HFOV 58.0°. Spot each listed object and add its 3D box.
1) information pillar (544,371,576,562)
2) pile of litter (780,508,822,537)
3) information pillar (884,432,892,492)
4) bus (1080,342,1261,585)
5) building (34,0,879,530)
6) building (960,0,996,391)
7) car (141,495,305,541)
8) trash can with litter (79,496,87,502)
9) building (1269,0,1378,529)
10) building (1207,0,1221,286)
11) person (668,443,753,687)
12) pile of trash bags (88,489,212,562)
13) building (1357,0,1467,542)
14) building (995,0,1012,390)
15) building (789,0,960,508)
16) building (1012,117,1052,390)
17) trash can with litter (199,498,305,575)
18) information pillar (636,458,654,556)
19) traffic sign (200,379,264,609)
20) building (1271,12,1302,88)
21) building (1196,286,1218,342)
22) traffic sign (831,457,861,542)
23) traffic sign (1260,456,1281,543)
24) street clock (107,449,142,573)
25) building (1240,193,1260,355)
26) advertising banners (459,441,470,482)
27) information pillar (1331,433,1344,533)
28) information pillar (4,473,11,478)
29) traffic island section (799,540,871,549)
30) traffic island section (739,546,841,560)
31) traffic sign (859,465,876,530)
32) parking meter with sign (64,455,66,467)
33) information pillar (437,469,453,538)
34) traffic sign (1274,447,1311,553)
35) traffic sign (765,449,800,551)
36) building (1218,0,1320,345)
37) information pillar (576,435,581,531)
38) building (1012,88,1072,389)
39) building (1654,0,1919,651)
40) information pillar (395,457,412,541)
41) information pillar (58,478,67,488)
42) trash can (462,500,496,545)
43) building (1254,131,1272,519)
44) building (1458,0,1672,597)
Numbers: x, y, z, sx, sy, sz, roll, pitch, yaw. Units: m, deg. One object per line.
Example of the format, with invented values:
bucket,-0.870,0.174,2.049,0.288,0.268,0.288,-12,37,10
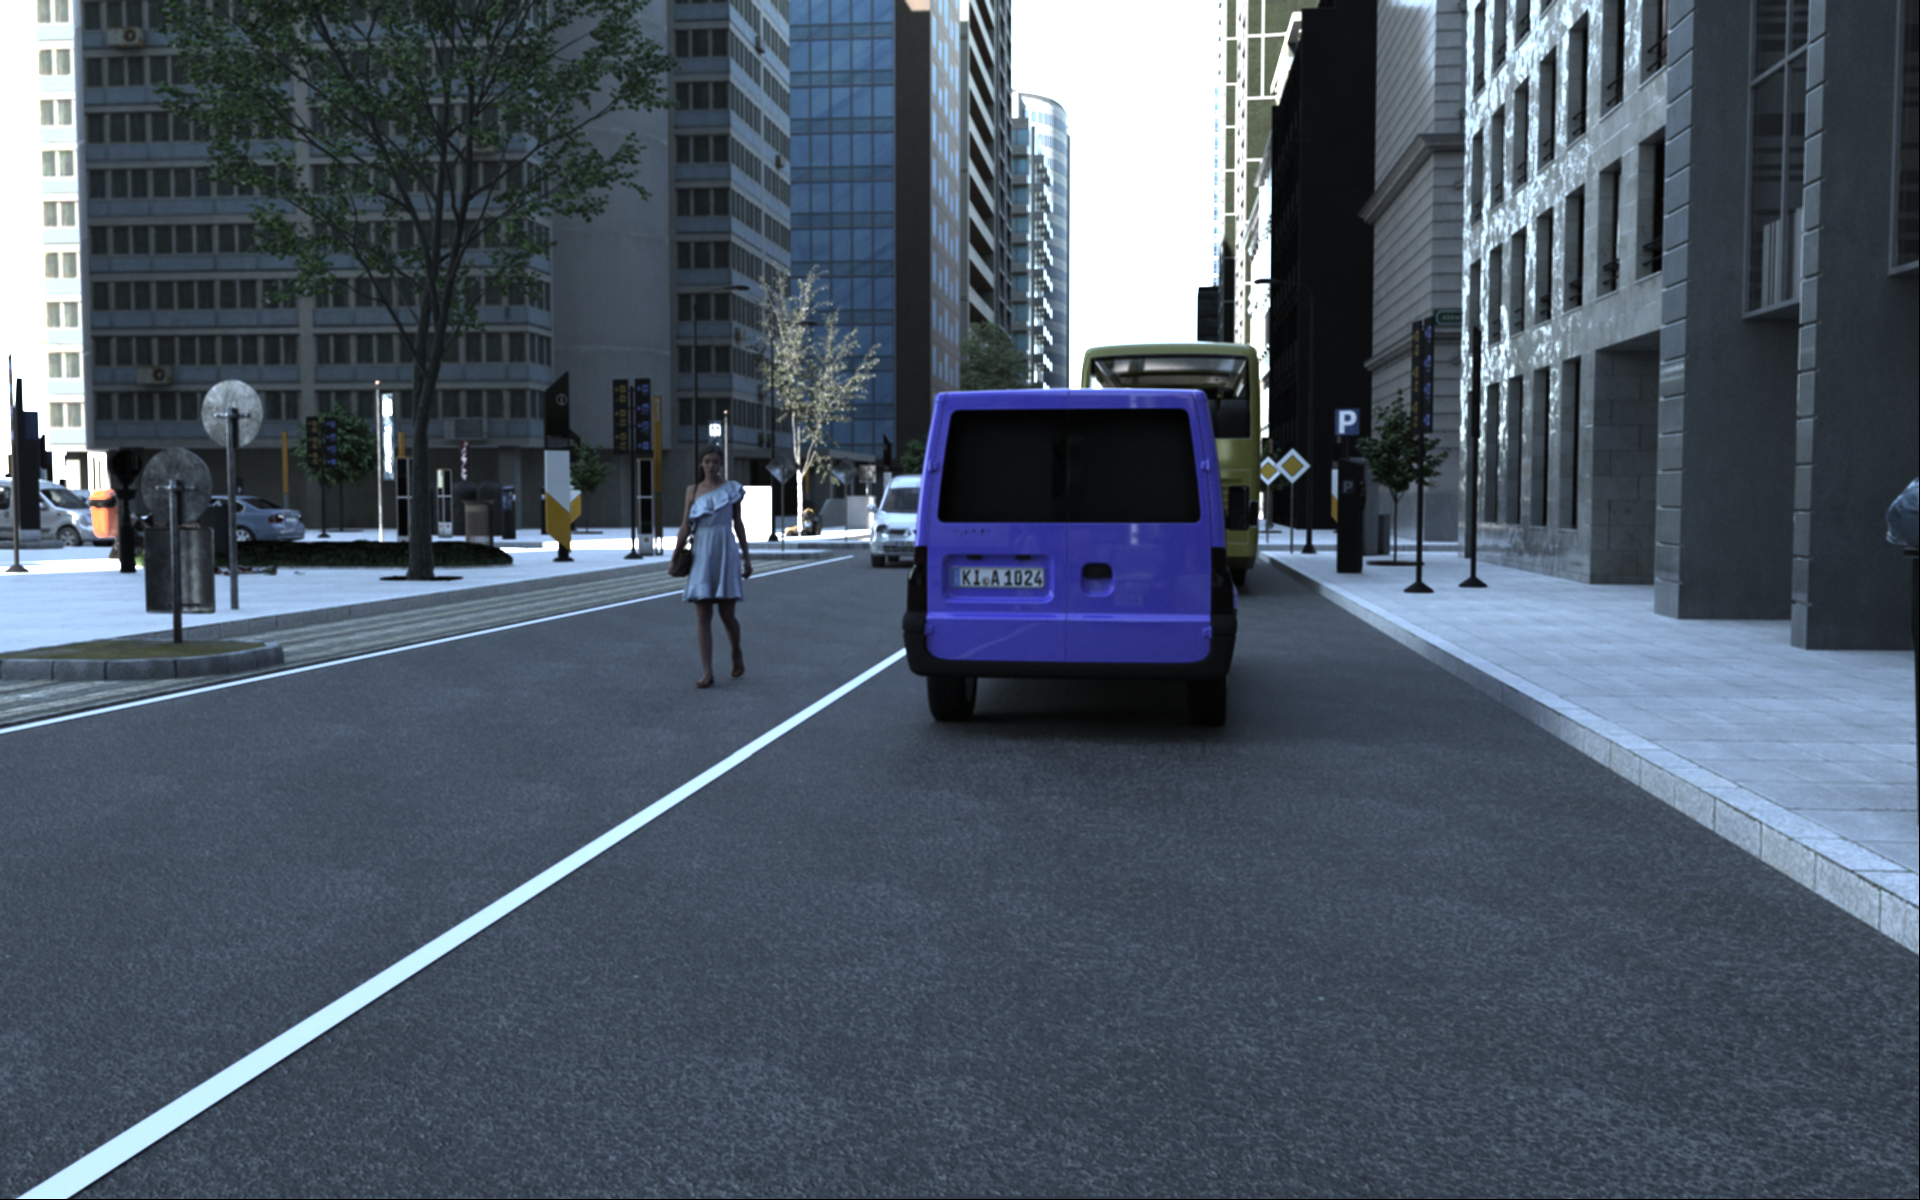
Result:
information pillar,-7.618,-2.536,32.825,0.504,3.616,0.183,-2,4,-35
pile of litter,-4.913,-2.396,53.139,1.176,0.858,1.719,3,5,40
information pillar,-2.740,-4.527,65.367,0.183,3.616,0.504,-2,4,-31
bus,3.698,-2.359,30.122,2.896,3.916,12.252,0,4,7
building,-20.406,-23.286,72.611,32.217,40.220,23.993,0,4,6
building,-8.843,-31.149,132.980,21.300,48.544,21.600,0,4,6
car,-18.968,-1.950,43.892,4.499,1.417,2.014,0,4,7
trash can with litter,-26.972,-2.583,53.297,2.233,1.210,1.678,3,4,38
building,19.184,-14.656,69.301,12.332,23.373,15.834,0,4,6
building,46.276,-57.936,259.921,22.319,86.520,31.000,0,4,6
person,-1.883,-0.276,13.104,0.616,1.811,0.778,1,4,10
pile of trash bags,-15.947,-1.497,34.223,1.912,1.369,3.447,1,4,9
building,24.251,-16.108,50.755,23.554,28.519,14.401,0,4,6
building,-3.129,-44.984,173.732,20.563,71.187,20.611,0,4,6
building,-7.639,-27.459,99.073,14.600,45.320,14.200,0,4,6
building,0.248,-36.902,222.950,23.786,49.044,30.456,0,4,6
trash can with litter,-11.638,-1.018,27.706,2.233,1.210,1.678,1,4,12
information pillar,-6.525,-1.921,35.907,0.304,2.012,0.304,-1,4,-17
traffic sign,-8.088,-1.170,19.235,0.768,2.556,0.104,1,4,10
building,37.331,-27.082,134.674,32.217,40.220,23.993,0,4,6
building,39.673,-28.625,239.716,14.160,30.474,14.107,0,4,6
traffic sign,-3.068,-2.627,46.588,0.795,2.450,0.064,0,4,6
traffic sign,8.055,-2.550,45.329,0.795,2.450,0.064,0,4,6
street clock,-13.587,-1.447,28.228,0.471,2.002,0.358,-3,5,-42
building,23.656,-16.576,107.173,11.583,22.565,21.152,0,4,6
advertising banners,-16.863,-3.736,57.272,2.074,3.025,0.090,3,4,36
information pillar,12.493,-4.031,57.268,0.183,3.616,0.504,-2,4,-31
information pillar,-33.624,-3.481,61.414,0.304,2.012,0.304,1,4,10
traffic island section,-3.093,-1.491,46.652,2.009,0.180,2.903,0,4,6
traffic island section,-3.980,-1.005,38.717,2.009,0.180,2.903,0,4,6
traffic sign,-3.293,-3.630,61.482,0.606,2.300,0.079,1,4,11
parking meter with sign,-38.696,-4.884,76.116,1.738,3.016,0.543,3,5,40
information pillar,-15.127,-2.835,50.851,0.304,2.012,0.304,3,5,40
traffic sign,7.167,-2.064,37.393,0.795,2.450,0.064,0,4,6
traffic sign,-3.955,-2.141,38.652,0.795,2.450,0.064,0,4,6
building,41.370,-47.828,220.245,20.563,71.187,20.611,0,4,6
information pillar,-13.361,-4.191,59.872,0.504,3.616,0.183,-2,4,-27
building,4.969,-43.468,252.697,21.231,58.520,28.212,0,4,6
building,11.165,-13.760,2.477,11.434,29.767,29.804,0,4,6
information pillar,-10.919,-1.819,34.230,0.304,2.012,0.304,1,4,20
information pillar,-42.202,-4.713,81.542,0.304,2.012,0.304,0,4,-8
trash can,-10.815,-1.670,38.962,0.748,1.137,0.748,0,3,0
building,20.274,-14.586,87.636,9.793,20.994,18.267,0,4,6
building,14.400,-10.466,25.865,10.420,20.320,16.860,0,4,6
